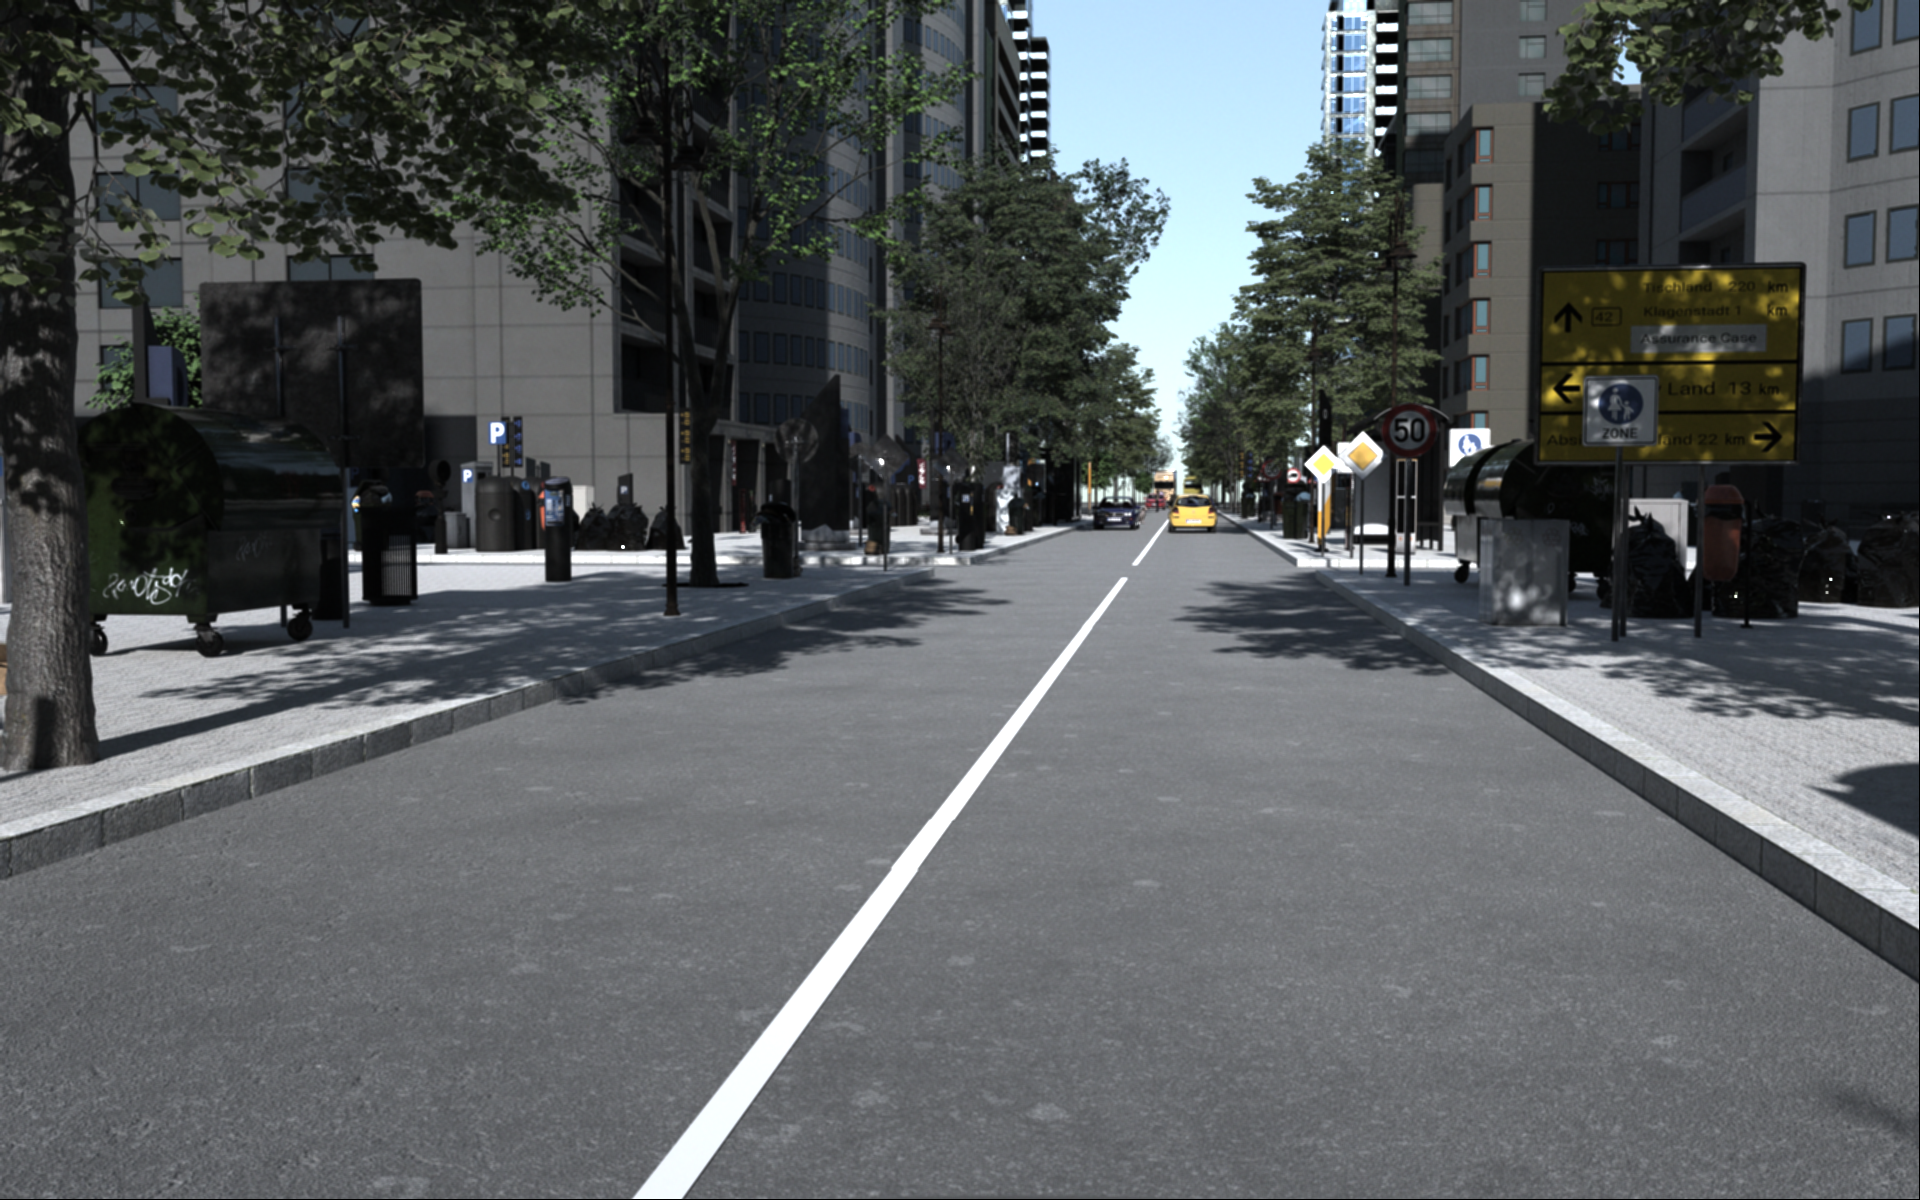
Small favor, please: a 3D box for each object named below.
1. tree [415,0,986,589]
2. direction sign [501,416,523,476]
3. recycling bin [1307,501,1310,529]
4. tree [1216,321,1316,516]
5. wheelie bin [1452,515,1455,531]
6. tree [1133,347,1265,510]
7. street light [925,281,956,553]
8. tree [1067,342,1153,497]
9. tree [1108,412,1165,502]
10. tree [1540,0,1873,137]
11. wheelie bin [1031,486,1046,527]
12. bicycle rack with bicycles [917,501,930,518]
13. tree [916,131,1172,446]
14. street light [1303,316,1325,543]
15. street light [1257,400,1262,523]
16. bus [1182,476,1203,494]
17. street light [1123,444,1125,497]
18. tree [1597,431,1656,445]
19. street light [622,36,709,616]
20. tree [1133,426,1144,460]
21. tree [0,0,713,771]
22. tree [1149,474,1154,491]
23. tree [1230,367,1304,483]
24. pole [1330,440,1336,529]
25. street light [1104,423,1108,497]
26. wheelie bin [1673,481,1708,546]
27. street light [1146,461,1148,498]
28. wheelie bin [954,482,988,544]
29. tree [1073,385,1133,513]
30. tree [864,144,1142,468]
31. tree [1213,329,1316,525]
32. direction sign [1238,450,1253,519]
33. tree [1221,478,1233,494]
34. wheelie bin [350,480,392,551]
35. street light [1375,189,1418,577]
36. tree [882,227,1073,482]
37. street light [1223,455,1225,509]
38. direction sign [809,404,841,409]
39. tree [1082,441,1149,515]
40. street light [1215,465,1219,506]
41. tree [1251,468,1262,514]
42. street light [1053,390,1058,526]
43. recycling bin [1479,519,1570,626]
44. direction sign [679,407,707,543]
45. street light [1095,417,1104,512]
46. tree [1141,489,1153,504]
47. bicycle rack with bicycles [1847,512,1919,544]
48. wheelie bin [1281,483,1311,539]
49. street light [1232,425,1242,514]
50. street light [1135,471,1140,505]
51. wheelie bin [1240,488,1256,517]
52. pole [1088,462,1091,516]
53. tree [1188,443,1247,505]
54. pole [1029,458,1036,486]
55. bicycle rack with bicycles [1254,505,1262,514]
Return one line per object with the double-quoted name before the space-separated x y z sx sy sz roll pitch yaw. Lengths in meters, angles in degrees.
"tree" -3.499 -5.995 23.766 9.928 11.665 9.643 0 3 0
"direction sign" -13.117 -3.594 50.763 0.876 3.537 0.379 2 4 34
"recycling bin" 12.599 -3.154 64.128 0.722 1.027 0.722 2 4 29
"tree" 16.869 -10.744 101.412 9.928 11.665 9.643 0 3 0
"wheelie bin" 17.367 -3.176 59.829 0.980 1.594 0.693 1 4 16
"tree" 22.024 -14.105 140.985 12.009 13.543 11.850 0 3 0
"street light" -0.422 -3.973 37.747 0.468 5.910 1.993 0 4 7
"tree" 11.524 -12.922 129.402 7.486 12.596 7.792 0 3 0
"tree" 18.540 -15.495 187.758 7.601 10.594 8.767 -1 4 -10
"tree" 5.267 -5.457 7.351 7.486 12.596 7.792 0 3 0
"wheelie bin" 2.898 -3.691 68.254 0.980 1.594 0.693 1 4 16
"bicycle rack with bicycles" -1.209 -5.762 107.597 2.925 0.926 2.852 2 4 32
"tree" 4.236 -14.424 91.727 12.611 20.169 13.585 0 3 0
"street light" 9.218 -4.431 45.227 0.468 5.910 1.993 0 4 7
"street light" 13.449 -6.411 77.609 0.468 5.910 1.993 0 4 7
"bus" 32.104 -15.123 238.802 2.896 3.916 12.252 0 4 7
"street light" 13.735 -10.530 144.950 0.468 5.910 1.993 0 4 7
"tree" 24.370 -5.183 68.456 4.285 4.588 4.351 0 3 0
"street light" -3.046 -2.774 18.139 0.468 5.910 1.993 0 4 7
"tree" 15.949 -13.175 165.779 4.360 8.622 3.978 0 3 0
"tree" -4.349 -5.516 8.319 7.486 12.596 7.792 0 3 0
"tree" 22.848 -14.233 216.425 4.285 4.588 4.351 0 3 0
"tree" 16.293 -8.669 92.101 4.737 8.622 4.395 0 3 0
"pole" 13.673 -4.263 63.547 0.158 3.312 0.155 0 3 0
"street light" 9.417 -8.570 112.909 0.468 5.910 1.993 0 4 7
"wheelie bin" 18.224 -2.153 43.114 0.980 1.594 0.693 0 4 1
"street light" 24.458 -15.568 227.321 0.468 5.910 1.993 0 4 7
"wheelie bin" 0.279 -2.235 44.446 0.980 1.594 0.693 3 4 38
"tree" 8.614 -10.198 117.095 4.360 8.622 3.978 0 3 0
"tree" 1.736 -9.551 62.814 9.857 13.997 8.962 0 3 0
"tree" 13.014 -7.471 72.516 4.360 8.622 3.978 0 3 0
"direction sign" 14.780 -5.979 89.753 0.876 3.537 0.379 -2 4 -26
"tree" 27.936 -11.351 180.192 1.663 3.219 1.824 0 3 0
"wheelie bin" -13.192 -1.898 38.933 0.693 1.594 0.980 1 4 21
"street light" 6.669 -3.292 26.612 0.468 5.910 1.993 0 4 7
"tree" 0.157 -5.912 47.030 4.360 8.622 3.978 0 3 0
"street light" 23.400 -11.029 153.111 0.468 5.910 1.993 0 4 7
"direction sign" -3.393 -3.163 43.719 0.876 3.537 0.379 -2 4 -30
"tree" 8.433 -7.528 106.789 4.285 4.588 4.351 0 3 0
"street light" 27.615 -12.981 185.030 0.468 5.910 1.993 0 4 7
"tree" 19.249 -7.222 112.689 1.663 3.219 1.824 0 3 0
"street light" 3.887 -5.974 70.455 0.468 5.910 1.993 0 4 7
"recycling bin" 5.580 -0.282 17.158 0.722 1.027 0.722 0 4 6
"direction sign" -7.007 -3.278 45.595 0.876 3.537 0.379 -3 5 -43
"street light" 8.075 -7.926 102.378 0.468 5.910 1.993 0 4 7
"tree" 25.548 -14.772 236.116 1.663 3.219 1.824 0 3 0
"bicycle rack with bicycles" 19.472 -1.348 35.428 2.852 0.926 2.925 1 4 14
"wheelie bin" 9.591 -2.540 49.443 0.980 1.594 0.693 2 4 28
"street light" 17.632 -8.364 109.542 0.468 5.910 1.993 0 4 7
"street light" 20.297 -13.615 195.394 0.468 5.910 1.993 0 4 7
"wheelie bin" 16.091 -5.434 96.749 0.693 1.594 0.980 -3 5 -42
"pole" 7.604 -6.599 101.732 0.158 3.312 0.155 0 3 0
"tree" 29.885 -15.943 195.079 8.767 10.594 7.601 -1 4 -12
"pole" 3.575 -5.523 84.150 0.158 3.312 0.155 0 3 0
"bicycle rack with bicycles" 18.840 -5.580 104.619 2.925 0.926 2.852 2 4 23
